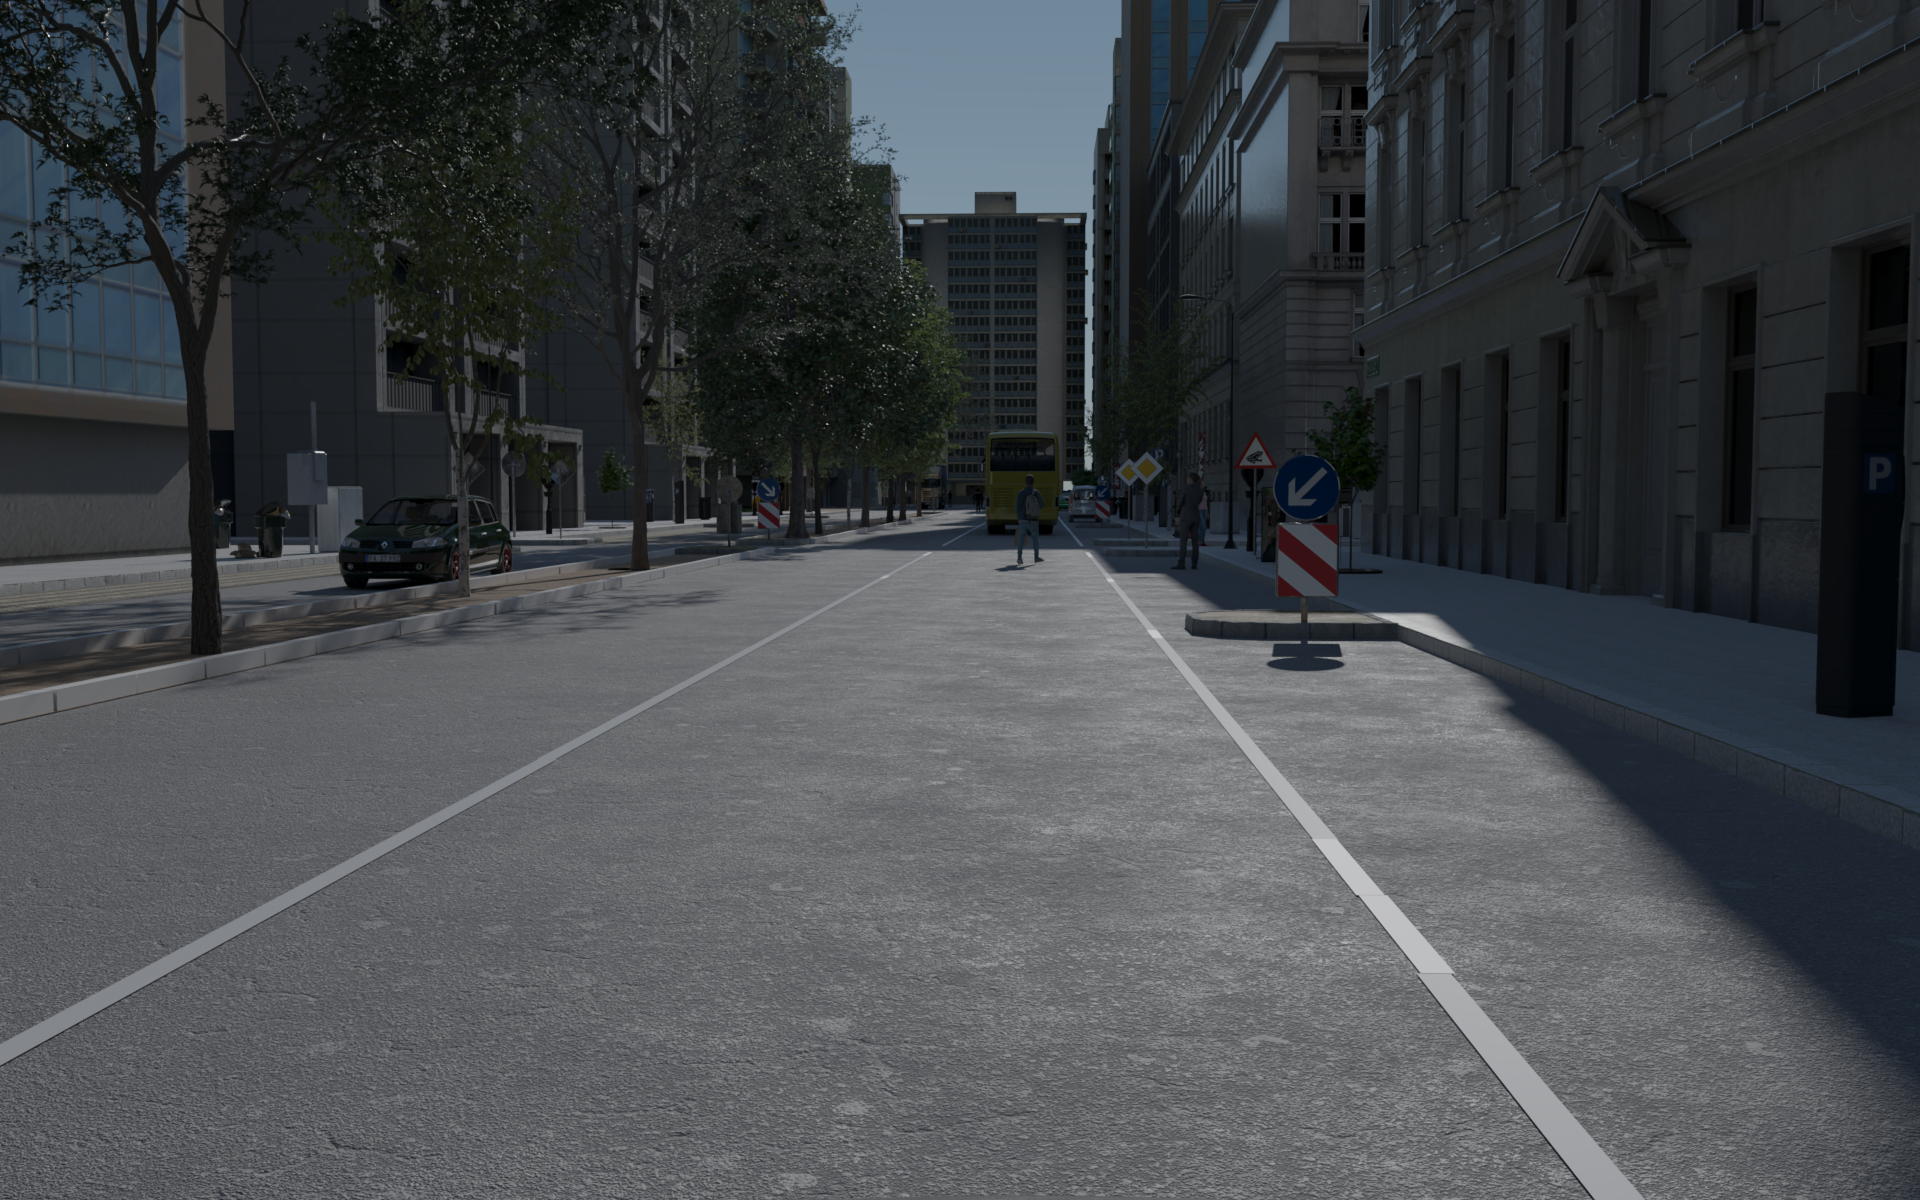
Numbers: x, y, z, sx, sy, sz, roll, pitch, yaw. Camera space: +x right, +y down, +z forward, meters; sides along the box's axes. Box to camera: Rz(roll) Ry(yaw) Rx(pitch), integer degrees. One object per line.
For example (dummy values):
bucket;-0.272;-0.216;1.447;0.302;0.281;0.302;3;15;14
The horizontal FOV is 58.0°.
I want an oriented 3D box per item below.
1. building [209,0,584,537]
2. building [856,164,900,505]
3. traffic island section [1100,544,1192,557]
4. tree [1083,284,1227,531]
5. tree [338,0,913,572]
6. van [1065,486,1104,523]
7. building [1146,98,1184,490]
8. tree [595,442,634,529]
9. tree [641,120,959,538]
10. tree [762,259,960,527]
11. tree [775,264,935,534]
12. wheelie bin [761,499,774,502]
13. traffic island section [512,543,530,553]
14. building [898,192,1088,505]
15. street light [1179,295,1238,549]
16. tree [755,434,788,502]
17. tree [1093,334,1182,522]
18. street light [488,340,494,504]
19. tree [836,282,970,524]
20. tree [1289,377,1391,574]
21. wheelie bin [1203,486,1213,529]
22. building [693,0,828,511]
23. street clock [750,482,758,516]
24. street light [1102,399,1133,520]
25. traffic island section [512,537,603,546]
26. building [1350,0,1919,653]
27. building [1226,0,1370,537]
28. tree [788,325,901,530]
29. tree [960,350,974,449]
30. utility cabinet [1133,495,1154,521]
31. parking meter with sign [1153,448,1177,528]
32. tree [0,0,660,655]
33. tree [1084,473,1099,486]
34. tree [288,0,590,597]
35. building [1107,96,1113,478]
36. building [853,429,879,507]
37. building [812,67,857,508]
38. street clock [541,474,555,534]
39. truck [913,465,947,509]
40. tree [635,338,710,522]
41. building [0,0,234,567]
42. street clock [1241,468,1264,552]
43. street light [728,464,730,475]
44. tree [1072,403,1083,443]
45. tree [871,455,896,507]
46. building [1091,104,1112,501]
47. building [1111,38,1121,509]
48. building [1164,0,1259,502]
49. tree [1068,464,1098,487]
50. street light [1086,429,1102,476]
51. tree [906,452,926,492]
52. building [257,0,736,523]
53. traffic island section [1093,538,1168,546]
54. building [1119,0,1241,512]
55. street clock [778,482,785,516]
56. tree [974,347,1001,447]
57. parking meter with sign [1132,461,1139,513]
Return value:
building;-24.778;-38.027;59.990;20.563;71.187;20.611;0;4;3
building;-14.865;-32.673;217.790;14.086;41.232;14.154;0;4;3
traffic island section;4.416;-1.136;40.852;2.009;0.180;2.903;0;4;3
tree;7.067;-6.721;60.249;4.737;8.622;4.395;0;3;0
tree;-5.944;-7.276;31.783;12.009;13.543;11.850;0;3;0
van;6.369;-4.981;88.451;2.013;2.044;4.112;0;4;3
building;19.685;-19.414;110.923;14.314;27.812;24.014;0;4;3
tree;-12.949;-4.262;64.279;1.663;3.219;1.824;0;3;0
tree;-4.949;-8.134;52.461;9.611;12.733;9.660;0;3;0
tree;-4.160;-9.410;74.439;7.486;12.596;7.792;0;3;0
tree;-4.949;-7.606;61.225;8.767;10.594;7.601;0;4;3
wheelie bin;-11.828;-6.008;106.135;0.980;1.594;0.693;2;4;24
traffic island section;-11.809;-1.181;41.592;2.009;0.180;2.903;0;4;3
building;4.541;-32.627;225.331;23.993;40.220;32.217;0;4;3
street light;5.806;-4.155;40.483;1.470;5.913;1.316;0;4;3
tree;-11.805;-9.797;110.541;4.360;8.622;3.978;0;3;0
tree;8.193;-7.844;78.610;4.360;8.622;3.978;0;3;0
street light;-12.855;-4.700;49.389;1.470;5.913;1.316;0;4;3
tree;-3.307;-9.514;83.768;9.928;11.665;9.643;0;3;0
tree;6.468;-2.058;28.250;1.663;3.219;1.824;0;3;0
wheelie bin;8.922;-3.435;64.063;0.693;1.594;0.980;-2;4;-29
building;-22.499;-29.646;139.344;22.147;44.769;28.867;0;4;3
street clock;-12.082;-5.952;101.891;0.358;2.002;0.471;3;5;41
street light;7.860;-6.875;84.947;1.470;5.913;1.316;0;4;3
traffic island section;-11.446;-1.669;49.569;2.009;0.180;2.903;0;4;3
building;15.763;-14.634;15.678;17.030;29.872;44.131;0;4;3
building;21.352;-13.091;55.837;24.055;21.916;13.314;0;4;3
tree;-4.403;-7.074;68.484;4.360;8.622;3.978;0;3;0
tree;-3.145;-10.517;92.531;7.486;12.596;7.792;0;3;0
utility cabinet;8.672;-4.326;81.885;1.020;1.237;0.306;-2;4;-24
parking meter with sign;8.094;-4.328;67.029;0.543;3.016;1.738;2;4;32
tree;-6.674;-4.807;15.470;8.767;10.594;7.601;0;4;3
tree;11.561;-9.387;148.079;1.663;3.219;1.824;0;3;0
tree;-6.835;-4.323;23.506;4.737;8.622;4.395;0;3;0
building;27.003;-34.319;180.728;23.786;49.044;30.456;0;4;3
building;-24.442;-20.830;185.612;28.899;21.520;27.650;0;4;3
building;-17.742;-29.217;161.287;14.154;41.232;14.086;0;4;3
street clock;-13.128;-3.102;55.284;0.471;2.002;0.358;-1;4;-19
truck;-2.778;-10.922;167.494;2.839;4.237;11.283;0;4;2
tree;-13.072;-7.875;79.117;4.360;8.622;3.978;0;3;0
building;-23.532;-23.278;30.708;14.200;45.320;14.600;0;4;3
street clock;6.509;-2.082;38.609;0.471;2.002;0.358;-1;4;-8
street light;-11.117;-7.022;87.354;1.470;5.913;1.316;0;4;3
tree;9.343;-9.678;108.598;4.737;8.622;4.395;0;3;0
tree;-7.567;-13.646;173.472;4.737;8.622;4.395;0;3;0
building;27.437;-36.385;218.592;21.600;48.544;21.300;0;4;3
building;20.879;-29.071;158.905;14.154;41.232;14.086;0;4;3
building;18.984;-15.310;83.607;16.112;22.955;30.059;0;4;3
tree;14.270;-13.270;200.683;4.285;4.588;4.351;0;3;0
street light;9.578;-9.227;123.403;1.470;5.913;1.316;0;4;3
tree;-3.274;-8.997;99.923;4.360;8.622;3.978;0;3;0
building;-23.267;-40.062;93.265;20.563;71.187;20.611;0;4;3
traffic island section;4.779;-1.624;48.829;2.009;0.180;2.903;0;4;3
building;19.313;-29.376;130.403;14.600;45.320;14.200;0;4;3
street clock;-10.695;-6.038;103.287;0.471;2.002;0.358;-3;4;-38
tree;-2.533;-11.938;108.018;12.009;13.543;11.850;0;3;0
parking meter with sign;9.428;-5.939;93.370;0.543;3.016;1.738;1;4;8
